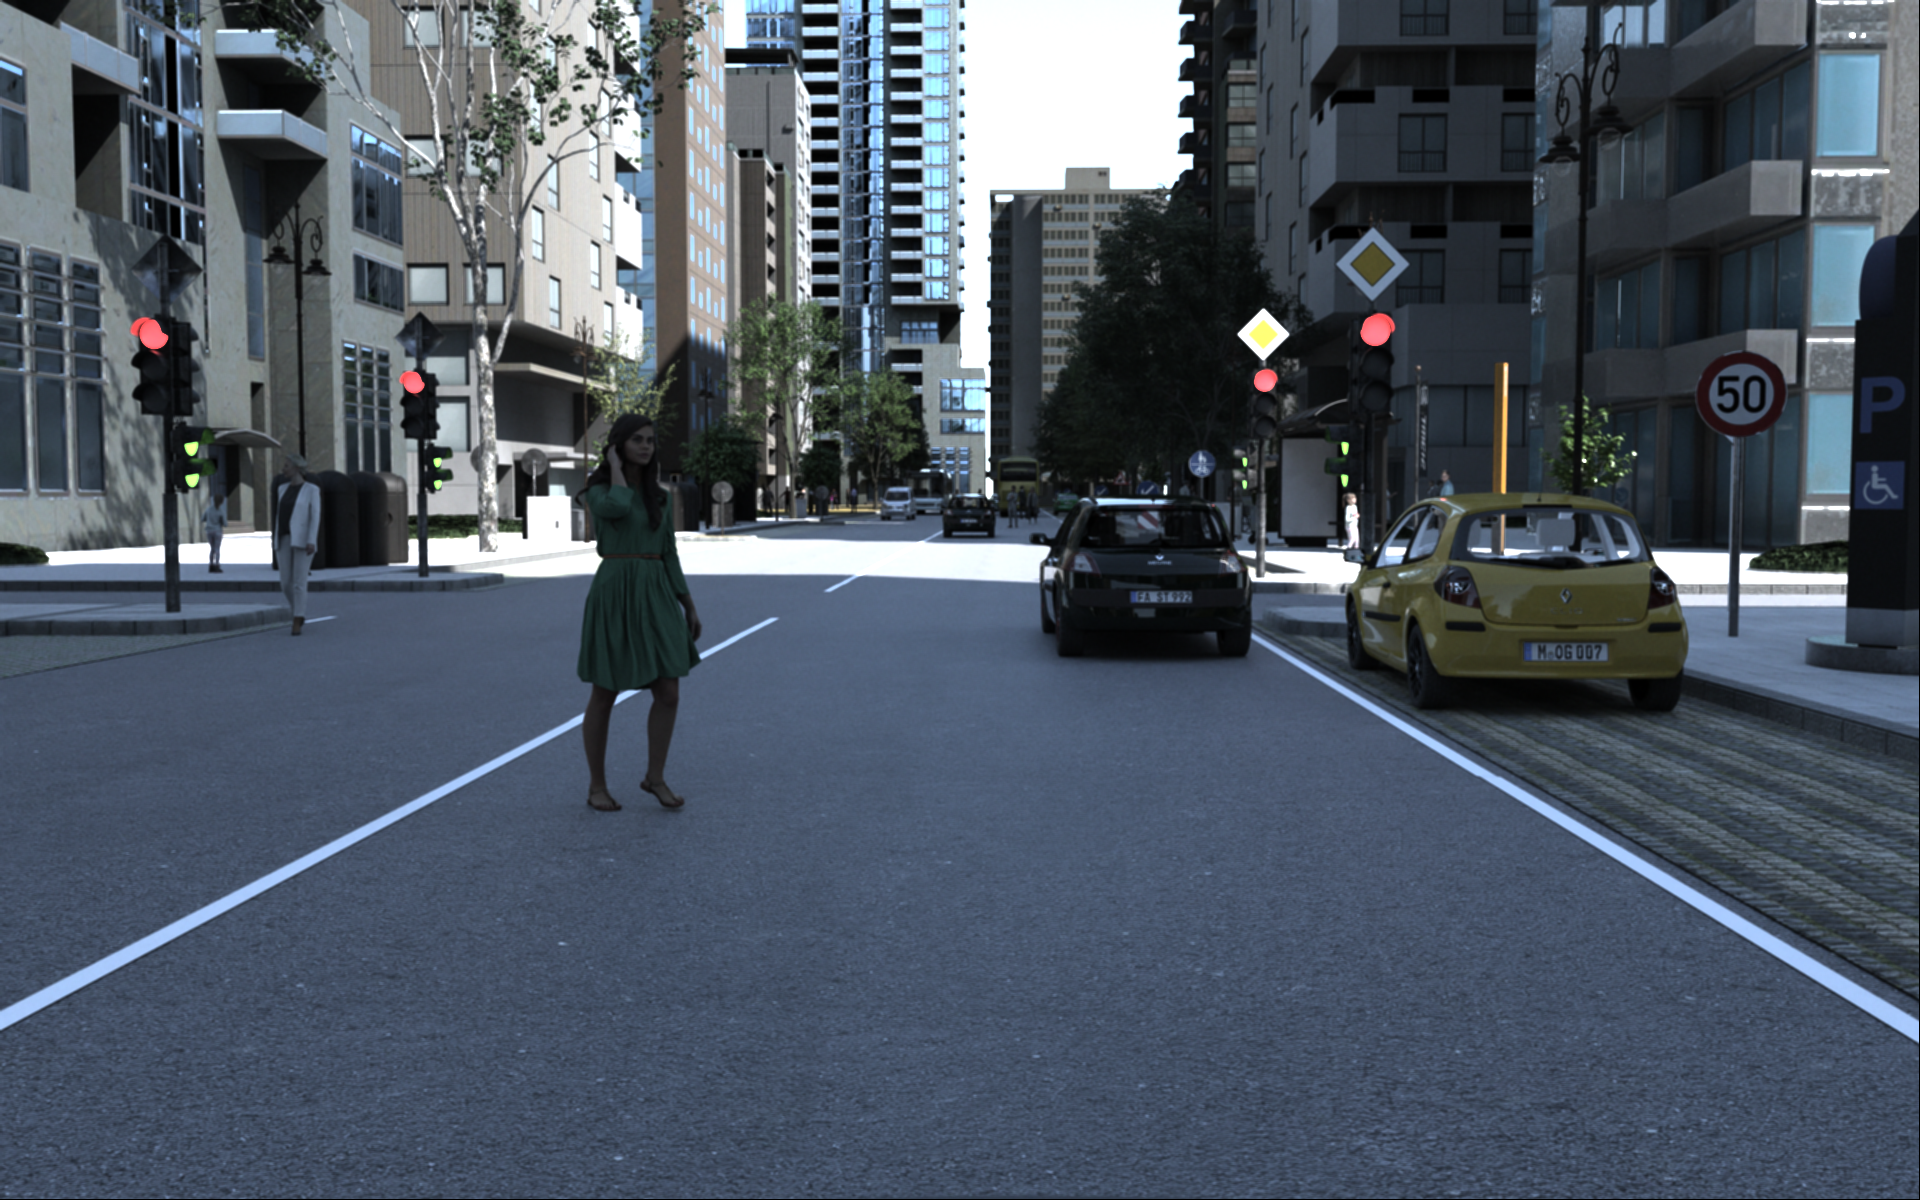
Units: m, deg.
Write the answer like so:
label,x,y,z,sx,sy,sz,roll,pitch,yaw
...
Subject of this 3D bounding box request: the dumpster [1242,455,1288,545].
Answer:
label,x,y,z,sx,sy,sz,roll,pitch,yaw
dumpster,7.989,-2.520,43.697,1.502,2.255,1.985,0,4,2

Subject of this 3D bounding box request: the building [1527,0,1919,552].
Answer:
label,x,y,z,sx,sy,sz,roll,pitch,yaw
building,30.624,-25.950,43.885,30.456,49.044,23.786,0,4,2

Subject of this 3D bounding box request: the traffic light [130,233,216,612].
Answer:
label,x,y,z,sx,sy,sz,roll,pitch,yaw
traffic light,-8.543,-1.823,18.723,0.839,4.253,0.868,0,4,2

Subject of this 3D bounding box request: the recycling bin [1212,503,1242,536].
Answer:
label,x,y,z,sx,sy,sz,roll,pitch,yaw
recycling bin,7.874,-2.371,51.324,0.722,1.027,0.722,3,4,38

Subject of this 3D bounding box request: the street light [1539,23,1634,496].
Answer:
label,x,y,z,sx,sy,sz,roll,pitch,yaw
street light,6.324,-2.744,17.653,0.468,5.910,1.993,0,4,2

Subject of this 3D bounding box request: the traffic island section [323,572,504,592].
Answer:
label,x,y,z,sx,sy,sz,roll,pitch,yaw
traffic island section,-8.331,-0.279,26.840,2.009,0.180,2.903,0,4,2

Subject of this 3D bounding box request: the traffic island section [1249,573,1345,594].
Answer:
label,x,y,z,sx,sy,sz,roll,pitch,yaw
traffic island section,4.604,-0.254,26.427,2.009,0.180,2.903,0,4,2

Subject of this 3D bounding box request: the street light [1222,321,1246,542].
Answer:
label,x,y,z,sx,sy,sz,roll,pitch,yaw
street light,7.338,-4.508,46.491,0.468,5.910,1.993,0,4,2

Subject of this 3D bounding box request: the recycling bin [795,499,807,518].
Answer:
label,x,y,z,sx,sy,sz,roll,pitch,yaw
recycling bin,-8.762,-5.004,94.368,0.722,1.027,0.722,-1,4,-17

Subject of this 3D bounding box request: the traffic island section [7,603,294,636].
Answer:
label,x,y,z,sx,sy,sz,roll,pitch,yaw
traffic island section,-8.583,0.209,18.859,2.009,0.180,2.903,0,4,2

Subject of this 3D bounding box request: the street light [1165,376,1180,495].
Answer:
label,x,y,z,sx,sy,sz,roll,pitch,yaw
street light,7.889,-5.606,64.440,0.468,5.910,1.993,0,4,2

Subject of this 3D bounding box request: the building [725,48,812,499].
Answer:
label,x,y,z,sx,sy,sz,roll,pitch,yaw
building,-21.241,-29.269,162.146,14.086,41.232,14.154,0,4,2

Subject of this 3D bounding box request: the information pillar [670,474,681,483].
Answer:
label,x,y,z,sx,sy,sz,roll,pitch,yaw
information pillar,-10.538,-3.658,64.301,0.304,2.012,0.304,1,4,14

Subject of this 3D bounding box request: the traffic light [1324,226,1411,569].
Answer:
label,x,y,z,sx,sy,sz,roll,pitch,yaw
traffic light,4.312,-1.799,18.334,0.839,4.253,0.868,0,4,2

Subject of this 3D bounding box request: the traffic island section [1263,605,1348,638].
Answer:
label,x,y,z,sx,sy,sz,roll,pitch,yaw
traffic island section,4.352,0.235,18.446,2.009,0.180,2.903,0,4,2

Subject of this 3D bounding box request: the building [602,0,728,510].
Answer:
label,x,y,z,sx,sy,sz,roll,pitch,yaw
building,-22.753,-28.060,108.891,14.600,45.320,14.200,0,4,2

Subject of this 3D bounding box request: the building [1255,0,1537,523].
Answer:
label,x,y,z,sx,sy,sz,roll,pitch,yaw
building,28.880,-29.978,79.382,28.713,52.752,27.495,0,4,2

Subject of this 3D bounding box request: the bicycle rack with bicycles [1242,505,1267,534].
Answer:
label,x,y,z,sx,sy,sz,roll,pitch,yaw
bicycle rack with bicycles,8.592,-2.639,56.529,2.925,0.926,2.852,-1,4,-15

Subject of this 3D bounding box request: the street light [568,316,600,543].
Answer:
label,x,y,z,sx,sy,sz,roll,pitch,yaw
street light,-9.748,-4.423,45.102,0.468,5.910,1.993,0,4,2

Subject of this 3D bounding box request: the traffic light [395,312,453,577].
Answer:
label,x,y,z,sx,sy,sz,roll,pitch,yaw
traffic light,-8.291,-2.311,26.704,0.839,4.253,0.868,0,4,2

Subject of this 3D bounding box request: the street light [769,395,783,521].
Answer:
label,x,y,z,sx,sy,sz,roll,pitch,yaw
street light,-8.578,-6.618,80.999,0.468,5.910,1.993,0,4,2

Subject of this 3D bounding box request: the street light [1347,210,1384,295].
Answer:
label,x,y,z,sx,sy,sz,roll,pitch,yaw
street light,6.726,-3.410,28.543,0.468,5.910,1.993,0,4,2

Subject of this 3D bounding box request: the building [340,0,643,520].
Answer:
label,x,y,z,sx,sy,sz,roll,pitch,yaw
building,-31.599,-30.403,86.322,28.713,52.752,27.495,0,4,2

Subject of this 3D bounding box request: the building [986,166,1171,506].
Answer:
label,x,y,z,sx,sy,sz,roll,pitch,yaw
building,15.219,-31.579,208.198,23.993,40.220,32.217,0,4,2

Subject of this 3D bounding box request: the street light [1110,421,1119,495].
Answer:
label,x,y,z,sx,sy,sz,roll,pitch,yaw
street light,9.001,-7.841,100.985,0.468,5.910,1.993,0,4,2

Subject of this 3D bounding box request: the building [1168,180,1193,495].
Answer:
label,x,y,z,sx,sy,sz,roll,pitch,yaw
building,26.327,-23.856,161.740,14.160,30.474,14.107,0,4,2

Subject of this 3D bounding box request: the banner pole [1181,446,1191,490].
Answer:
label,x,y,z,sx,sy,sz,roll,pitch,yaw
banner pole,10.354,-5.485,79.689,0.863,3.779,0.401,0,4,-3

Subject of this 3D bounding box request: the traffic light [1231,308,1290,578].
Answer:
label,x,y,z,sx,sy,sz,roll,pitch,yaw
traffic light,4.564,-2.287,26.315,0.839,4.253,0.868,0,4,2

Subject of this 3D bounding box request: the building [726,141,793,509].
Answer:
label,x,y,z,sx,sy,sz,roll,pitch,yaw
building,-21.864,-22.828,144.940,14.160,30.474,14.107,0,4,2

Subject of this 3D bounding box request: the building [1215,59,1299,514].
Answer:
label,x,y,z,sx,sy,sz,roll,pitch,yaw
building,24.440,-21.220,118.653,14.160,30.474,14.107,0,4,2

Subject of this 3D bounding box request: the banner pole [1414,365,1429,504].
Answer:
label,x,y,z,sx,sy,sz,roll,pitch,yaw
banner pole,8.922,-2.664,33.570,0.401,3.779,0.863,0,4,-4

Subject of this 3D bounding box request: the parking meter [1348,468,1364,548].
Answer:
label,x,y,z,sx,sy,sz,roll,pitch,yaw
parking meter,7.960,-1.772,34.689,0.255,1.863,0.399,2,4,29

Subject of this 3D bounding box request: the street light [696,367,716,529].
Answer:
label,x,y,z,sx,sy,sz,roll,pitch,yaw
street light,-9.216,-5.521,63.052,0.468,5.910,1.993,0,4,2

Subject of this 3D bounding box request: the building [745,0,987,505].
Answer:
label,x,y,z,sx,sy,sz,roll,pitch,yaw
building,-12.440,-54.398,202.081,31.000,86.520,22.319,0,4,2

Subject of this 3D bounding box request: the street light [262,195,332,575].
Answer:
label,x,y,z,sx,sy,sz,roll,pitch,yaw
street light,-10.331,-3.325,27.153,0.468,5.910,1.993,0,4,2

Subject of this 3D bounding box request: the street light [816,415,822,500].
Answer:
label,x,y,z,sx,sy,sz,roll,pitch,yaw
street light,-8.036,-7.716,98.949,0.468,5.910,1.993,0,4,2

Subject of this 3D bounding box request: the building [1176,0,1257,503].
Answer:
label,x,y,z,sx,sy,sz,roll,pitch,yaw
building,29.077,-29.672,139.759,22.147,44.769,28.867,0,4,2

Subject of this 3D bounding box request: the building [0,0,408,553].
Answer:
label,x,y,z,sx,sy,sz,roll,pitch,yaw
building,-30.629,-44.978,48.064,22.319,86.520,31.000,0,4,2

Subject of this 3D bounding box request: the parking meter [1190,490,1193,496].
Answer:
label,x,y,z,sx,sy,sz,roll,pitch,yaw
parking meter,10.381,-4.299,78.698,0.372,1.533,0.369,0,3,0

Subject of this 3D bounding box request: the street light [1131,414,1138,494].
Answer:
label,x,y,z,sx,sy,sz,roll,pitch,yaw
street light,8.435,-6.730,82.820,0.468,5.910,1.993,0,4,2

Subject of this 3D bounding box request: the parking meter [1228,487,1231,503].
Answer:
label,x,y,z,sx,sy,sz,roll,pitch,yaw
parking meter,9.757,-3.271,61.894,0.372,1.533,0.369,0,3,0
